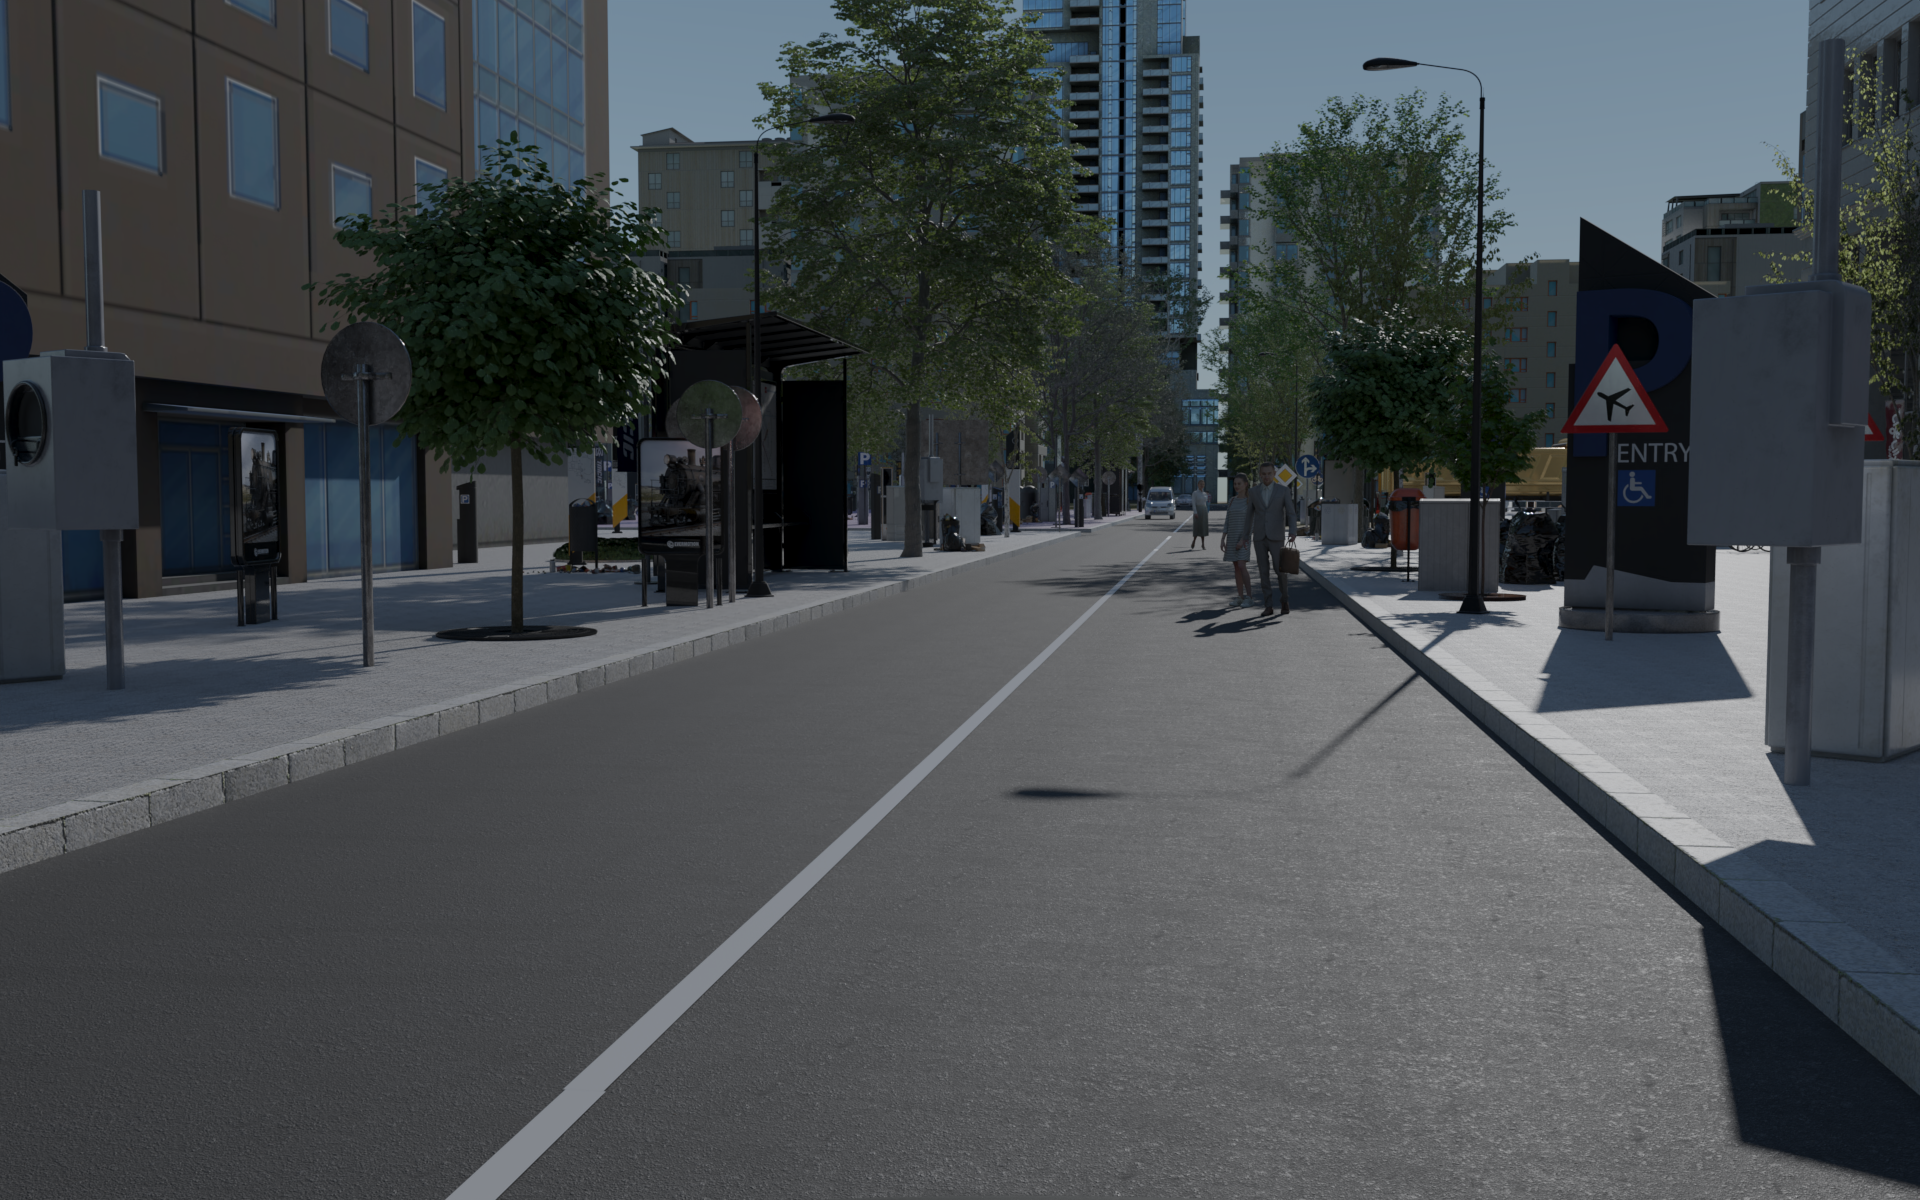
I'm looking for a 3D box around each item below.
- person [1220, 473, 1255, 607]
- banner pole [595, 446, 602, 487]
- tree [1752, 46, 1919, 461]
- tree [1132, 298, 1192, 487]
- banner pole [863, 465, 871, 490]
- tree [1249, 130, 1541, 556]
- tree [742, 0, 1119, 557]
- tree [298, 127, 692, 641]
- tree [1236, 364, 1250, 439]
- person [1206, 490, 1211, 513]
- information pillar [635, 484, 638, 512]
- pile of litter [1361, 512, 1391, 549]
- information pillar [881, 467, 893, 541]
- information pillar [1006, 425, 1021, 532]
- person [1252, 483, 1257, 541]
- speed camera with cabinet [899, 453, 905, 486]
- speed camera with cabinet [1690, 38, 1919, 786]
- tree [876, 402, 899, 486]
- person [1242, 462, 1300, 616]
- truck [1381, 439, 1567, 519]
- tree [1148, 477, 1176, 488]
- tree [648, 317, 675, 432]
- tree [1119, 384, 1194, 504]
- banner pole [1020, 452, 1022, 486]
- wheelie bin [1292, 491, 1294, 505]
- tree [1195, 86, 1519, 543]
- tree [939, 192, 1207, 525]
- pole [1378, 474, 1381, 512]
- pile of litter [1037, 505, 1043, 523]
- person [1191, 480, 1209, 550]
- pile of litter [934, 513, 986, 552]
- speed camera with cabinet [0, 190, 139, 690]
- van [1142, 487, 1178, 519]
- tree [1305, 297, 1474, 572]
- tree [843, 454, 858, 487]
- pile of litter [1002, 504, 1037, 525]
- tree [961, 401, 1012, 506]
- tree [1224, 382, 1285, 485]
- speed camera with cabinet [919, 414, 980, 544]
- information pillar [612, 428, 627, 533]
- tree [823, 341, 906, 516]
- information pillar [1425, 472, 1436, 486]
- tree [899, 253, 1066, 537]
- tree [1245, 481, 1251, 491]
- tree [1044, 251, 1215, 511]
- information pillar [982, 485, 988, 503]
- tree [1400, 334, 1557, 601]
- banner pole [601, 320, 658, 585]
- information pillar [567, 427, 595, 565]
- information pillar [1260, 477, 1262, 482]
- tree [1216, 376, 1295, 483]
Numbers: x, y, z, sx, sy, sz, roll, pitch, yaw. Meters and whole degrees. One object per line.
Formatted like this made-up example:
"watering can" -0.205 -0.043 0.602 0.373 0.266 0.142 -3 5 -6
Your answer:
"person" 3.596 -0.775 22.174 0.512 1.701 0.522 3 5 44
"banner pole" -16.175 -5.407 78.429 0.863 3.779 0.401 1 4 18
"tree" 15.082 -4.723 27.585 4.360 8.622 3.978 0 3 0
"tree" 6.728 -10.274 86.104 7.486 12.596 7.792 0 3 0
"banner pole" -7.149 -8.693 132.151 0.863 3.779 0.401 -1 4 -18
"tree" 9.230 -5.198 35.342 4.737 8.622 4.395 0 3 0
"tree" -0.553 -7.153 35.084 7.486 12.596 7.792 0 3 0
"tree" -4.111 -1.952 15.626 4.285 4.588 4.351 0 3 0
"tree" 14.551 -7.738 76.872 4.737 8.622 4.395 0 3 0
"person" 18.509 -7.335 129.269 0.563 1.720 0.643 3 5 43
"information pillar" -23.543 -7.463 126.519 0.304 2.012 0.304 -1 4 -9
"pile of litter" 10.303 -1.678 41.397 1.719 0.858 1.176 -2 4 -24
"information pillar" -2.012 -2.637 47.600 0.304 2.012 0.304 -1 4 -9
"information pillar" 1.787 -4.076 57.992 0.504 3.616 0.183 1 4 18
"person" 9.039 -2.692 52.850 0.599 1.781 0.374 -2 4 -30
"speed camera with cabinet" -2.381 -5.372 82.172 0.660 3.252 2.038 -1 4 -14
"speed camera with cabinet" 4.148 -0.853 8.279 0.660 3.252 2.038 3 5 44
"tree" -4.234 -10.644 124.397 4.360 8.622 3.978 0 3 0
"person" 3.674 -0.725 20.468 0.709 1.813 0.853 1 4 19
"truck" 19.631 -3.896 59.631 9.791 3.379 3.469 1 4 8
"tree" 23.477 -13.416 203.063 4.285 4.588 4.351 0 3 0
"tree" -11.480 -7.414 71.583 4.360 8.622 3.978 0 3 0
"tree" 17.879 -15.179 165.184 9.611 12.733 9.660 0 3 0
"banner pole" 3.509 -6.926 103.258 0.401 3.779 0.863 -2 4 -29
"wheelie bin" 13.610 -3.973 72.860 0.980 1.594 0.693 3 5 45
"tree" 10.458 -7.305 45.190 9.928 11.665 9.643 0 3 0
"tree" 4.295 -9.856 71.511 12.009 13.543 11.850 0 3 0
"pole" 25.888 -6.912 106.856 0.158 3.312 0.155 0 3 0
"pile of litter" 3.130 -3.912 77.923 1.176 0.858 1.719 0 4 3
"person" 6.156 -2.198 44.658 0.478 1.798 0.641 -1 4 -16
"pile of litter" 0.003 -1.540 39.138 1.176 0.858 1.719 0 4 -5
"speed camera with cabinet" -6.321 -1.059 11.654 2.038 3.252 0.660 3 4 37
"van" 11.461 -5.633 99.103 2.013 2.044 4.112 1 4 9
"tree" 7.296 -2.771 29.012 4.285 4.588 4.351 0 3 0
"tree" -9.604 -11.581 139.716 4.360 8.622 3.978 0 3 0
"pile of litter" 2.144 -3.624 73.216 1.719 0.858 1.176 -1 4 -21
"tree" 2.022 -10.893 128.459 4.737 8.622 4.395 0 3 0
"tree" 18.619 -9.609 107.467 4.360 8.622 3.978 0 3 0
"speed camera with cabinet" -0.372 -3.019 43.700 0.660 3.252 2.038 3 5 44
"information pillar" -11.134 -3.988 56.564 0.504 3.616 0.183 -1 4 -14
"tree" -5.503 -7.994 81.072 4.737 8.622 4.395 0 3 0
"information pillar" 15.496 -3.216 57.079 0.304 2.012 0.304 0 4 -2
"tree" 1.245 -6.142 50.789 4.360 8.622 3.978 0 3 0
"tree" 28.984 -10.997 174.407 1.663 3.219 1.824 0 3 0
"tree" 12.854 -16.994 133.740 12.611 20.169 13.585 0 3 0
"information pillar" 1.377 -6.441 96.671 0.183 3.616 0.504 3 4 39
"tree" 6.435 -1.613 20.969 1.663 3.219 1.824 0 3 0
"banner pole" -4.566 -2.103 24.401 0.401 3.779 0.863 2 4 30
"information pillar" -6.848 -2.440 31.251 0.504 3.616 0.183 0 4 -6
"information pillar" 21.399 -7.993 122.046 0.504 3.616 0.183 0 4 -3
"tree" 28.393 -15.165 166.068 7.486 12.596 7.792 0 3 0
